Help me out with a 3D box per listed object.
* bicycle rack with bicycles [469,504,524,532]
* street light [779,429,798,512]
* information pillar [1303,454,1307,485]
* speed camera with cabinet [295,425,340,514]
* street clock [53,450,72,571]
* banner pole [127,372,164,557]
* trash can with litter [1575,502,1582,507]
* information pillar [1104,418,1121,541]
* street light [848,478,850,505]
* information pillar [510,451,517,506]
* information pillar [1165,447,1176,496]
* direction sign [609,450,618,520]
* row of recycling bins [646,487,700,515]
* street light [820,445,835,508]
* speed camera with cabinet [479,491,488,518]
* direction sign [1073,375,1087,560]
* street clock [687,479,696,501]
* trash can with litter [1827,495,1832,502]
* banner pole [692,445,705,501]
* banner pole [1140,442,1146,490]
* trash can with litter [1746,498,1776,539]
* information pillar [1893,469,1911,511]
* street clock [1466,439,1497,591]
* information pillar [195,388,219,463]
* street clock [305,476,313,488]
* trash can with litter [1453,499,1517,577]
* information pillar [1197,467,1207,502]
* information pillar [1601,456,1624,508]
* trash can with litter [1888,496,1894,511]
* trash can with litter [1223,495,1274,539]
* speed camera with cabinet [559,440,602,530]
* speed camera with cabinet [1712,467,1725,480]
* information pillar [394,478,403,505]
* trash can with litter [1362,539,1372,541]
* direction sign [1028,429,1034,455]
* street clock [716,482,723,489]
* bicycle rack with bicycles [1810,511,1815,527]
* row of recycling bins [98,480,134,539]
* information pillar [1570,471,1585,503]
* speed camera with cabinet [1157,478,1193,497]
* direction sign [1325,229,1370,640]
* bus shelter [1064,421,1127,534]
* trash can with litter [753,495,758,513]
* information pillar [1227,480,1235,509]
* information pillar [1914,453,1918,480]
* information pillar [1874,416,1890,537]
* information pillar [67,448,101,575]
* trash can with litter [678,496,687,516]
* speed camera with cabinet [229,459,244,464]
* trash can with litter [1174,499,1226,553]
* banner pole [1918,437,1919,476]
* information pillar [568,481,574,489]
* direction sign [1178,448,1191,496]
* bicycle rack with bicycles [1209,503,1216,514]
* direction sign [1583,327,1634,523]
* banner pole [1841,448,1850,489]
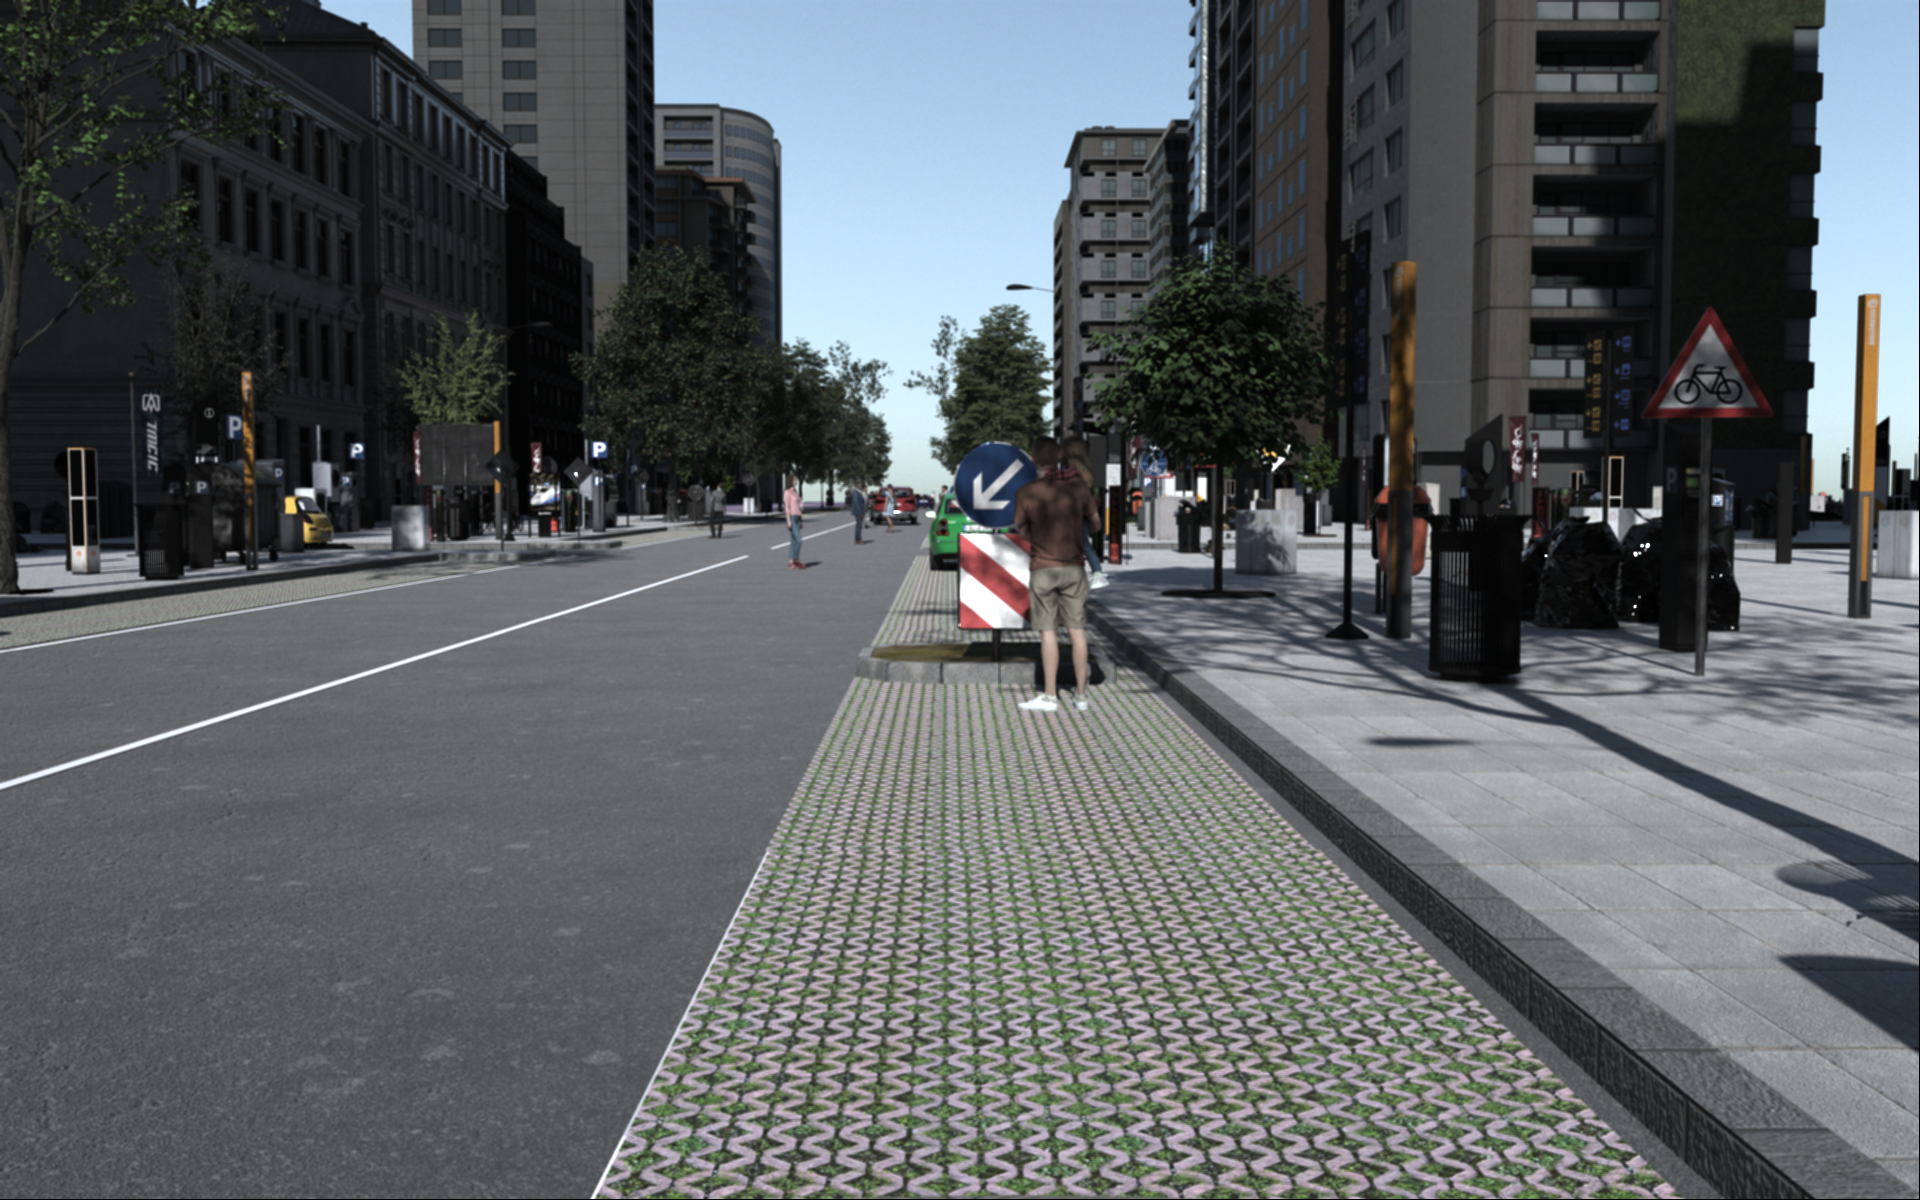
[{"bbox_3d":[-16.210,-2.784,58.906,2.852,0.926,2.925,-1,4,-23],"label":"bicycle rack with bicycles"},{"bbox_3d":[-12.163,-9.193,122.843,1.470,5.913,1.316,0,4,0],"label":"street light"},{"bbox_3d":[15.408,-5.259,77.339,0.183,3.616,0.504,0,4,-4],"label":"information pillar"},{"bbox_3d":[-18.181,-3.344,49.017,0.660,3.252,2.038,0,4,0],"label":"speed camera with cabinet"},{"bbox_3d":[-14.807,-1.488,28.895,0.471,2.002,0.358,0,4,-2],"label":"street clock"},{"bbox_3d":[-16.833,-2.800,35.798,0.401,3.779,0.863,3,4,38],"label":"banner pole"},{"bbox_3d":[17.373,-2.267,48.455,1.055,1.170,0.624,0,4,3],"label":"trash can with litter"},{"bbox_3d":[4.209,-3.442,47.626,0.504,3.616,0.183,-3,4,-38],"label":"information pillar"},{"bbox_3d":[-12.710,-14.288,206.143,1.470,5.913,1.316,0,4,0],"label":"street light"},{"bbox_3d":[-22.336,-5.802,86.219,0.504,3.616,0.183,-1,4,-13],"label":"information pillar"},{"bbox_3d":[9.506,-5.307,78.122,0.504,3.616,0.183,2,4,25],"label":"information pillar"},{"bbox_3d":[-17.253,-5.769,86.316,0.379,3.537,0.876,-3,4,-39],"label":"direction sign"},{"bbox_3d":[-18.291,-6.389,111.578,3.534,1.692,1.069,-3,5,-39],"label":"row of recycling bins"},{"bbox_3d":[-12.459,-11.658,163.147,1.470,5.913,1.316,0,4,0],"label":"street light"},{"bbox_3d":[-24.515,-5.888,90.612,0.660,3.252,2.038,2,4,32],"label":"speed camera with cabinet"},{"bbox_3d":[2.280,-2.538,33.489,0.379,3.537,0.876,0,4,-7],"label":"direction sign"},{"bbox_3d":[-13.268,-4.958,85.625,0.358,2.002,0.471,1,4,16],"label":"street clock"},{"bbox_3d":[55.252,-6.027,109.603,1.678,1.210,2.233,3,5,43],"label":"trash can with litter"},{"bbox_3d":[-13.374,-6.017,88.388,0.863,3.779,0.401,1,4,13],"label":"banner pole"},{"bbox_3d":[8.807,-5.715,83.458,0.401,3.779,0.863,-1,4,-22],"label":"banner pole"},{"bbox_3d":[23.035,-2.329,49.467,1.055,1.170,0.624,-1,4,-22],"label":"trash can with litter"},{"bbox_3d":[27.419,-2.810,50.429,0.304,2.012,0.304,-2,4,-25],"label":"information pillar"},{"bbox_3d":[6.860,-1.117,22.836,0.358,2.002,0.471,3,5,41],"label":"street clock"},{"bbox_3d":[-16.620,-2.871,38.296,0.504,3.616,0.183,0,4,2],"label":"information pillar"},{"bbox_3d":[-25.375,-3.862,67.720,0.358,2.002,0.471,0,4,5],"label":"street clock"},{"bbox_3d":[8.463,-0.973,26.959,1.678,1.210,2.233,0,4,-5],"label":"trash can with litter"},{"bbox_3d":[11.915,-5.738,85.168,0.504,3.616,0.183,-1,4,-10],"label":"information pillar"},{"bbox_3d":[12.779,-1.803,33.964,0.304,2.012,0.304,0,4,-6],"label":"information pillar"},{"bbox_3d":[58.179,-5.904,107.914,0.624,1.170,1.055,-1,4,-15],"label":"trash can with litter"},{"bbox_3d":[8.381,-2.366,49.736,2.233,1.210,1.678,1,4,19],"label":"trash can with litter"},{"bbox_3d":[-13.662,-4.149,62.168,0.660,3.252,2.038,2,4,25],"label":"speed camera with cabinet"},{"bbox_3d":[47.127,-6.922,107.506,2.038,3.252,0.660,-1,4,-18],"label":"speed camera with cabinet"},{"bbox_3d":[-25.831,-4.599,79.687,0.304,2.012,0.304,-1,4,-10],"label":"information pillar"},{"bbox_3d":[12.319,-2.231,47.534,1.678,1.210,2.233,-3,5,-42],"label":"trash can with litter"},{"bbox_3d":[2.498,-4.214,60.896,0.379,3.537,0.876,0,4,-8],"label":"direction sign"},{"bbox_3d":[-13.370,-5.606,96.230,0.471,2.002,0.358,-1,4,-13],"label":"street clock"},{"bbox_3d":[32.759,-3.402,69.010,2.852,0.926,2.925,1,4,16],"label":"bicycle rack with bicycles"},{"bbox_3d":[-25.250,-2.699,51.234,1.069,1.692,3.534,-1,4,-11],"label":"row of recycling bins"},{"bbox_3d":[19.901,-3.142,55.867,0.304,2.012,0.304,-2,4,-27],"label":"information pillar"},{"bbox_3d":[10.748,-5.696,87.464,2.038,3.252,0.660,0,4,5],"label":"speed camera with cabinet"},{"bbox_3d":[3.454,-1.428,15.345,0.379,3.537,0.876,0,4,-5],"label":"direction sign"},{"bbox_3d":[4.511,-4.088,58.114,1.731,3.624,6.357,0,4,0],"label":"bus shelter"},{"bbox_3d":[-14.184,-6.587,118.761,1.678,1.210,2.233,0,4,-4],"label":"trash can with litter"},{"bbox_3d":[14.248,-5.293,91.033,0.304,2.012,0.304,-1,4,-22],"label":"information pillar"},{"bbox_3d":[55.110,-6.638,99.888,0.183,3.616,0.504,3,4,36],"label":"information pillar"},{"bbox_3d":[27.644,-3.714,52.071,0.504,3.616,0.183,2,4,33],"label":"information pillar"},{"bbox_3d":[-13.969,-1.415,27.627,0.304,2.012,0.304,1,4,14],"label":"information pillar"},{"bbox_3d":[-16.203,-5.423,100.057,0.624,1.170,1.055,-2,4,-31],"label":"trash can with litter"},{"bbox_3d":[-19.327,-3.183,46.386,0.660,3.252,2.038,-2,4,-30],"label":"speed camera with cabinet"},{"bbox_3d":[5.218,-1.611,37.728,1.055,1.170,0.624,0,4,-7],"label":"trash can with litter"},{"bbox_3d":[41.630,-5.193,74.922,0.401,3.779,0.863,0,4,-3],"label":"banner pole"},{"bbox_3d":[-21.819,-5.669,97.176,0.304,2.012,0.304,0,4,-3],"label":"information pillar"},{"bbox_3d":[7.913,-4.229,61.148,0.379,3.537,0.876,-1,4,-22],"label":"direction sign"},{"bbox_3d":[13.491,-5.151,97.600,2.925,0.926,2.852,-1,4,-9],"label":"bicycle rack with bicycles"},{"bbox_3d":[8.944,-1.955,23.958,0.379,3.537,0.876,-2,4,-23],"label":"direction sign"},{"bbox_3d":[48.018,-6.360,94.000,0.401,3.779,0.863,0,4,1],"label":"banner pole"}]
